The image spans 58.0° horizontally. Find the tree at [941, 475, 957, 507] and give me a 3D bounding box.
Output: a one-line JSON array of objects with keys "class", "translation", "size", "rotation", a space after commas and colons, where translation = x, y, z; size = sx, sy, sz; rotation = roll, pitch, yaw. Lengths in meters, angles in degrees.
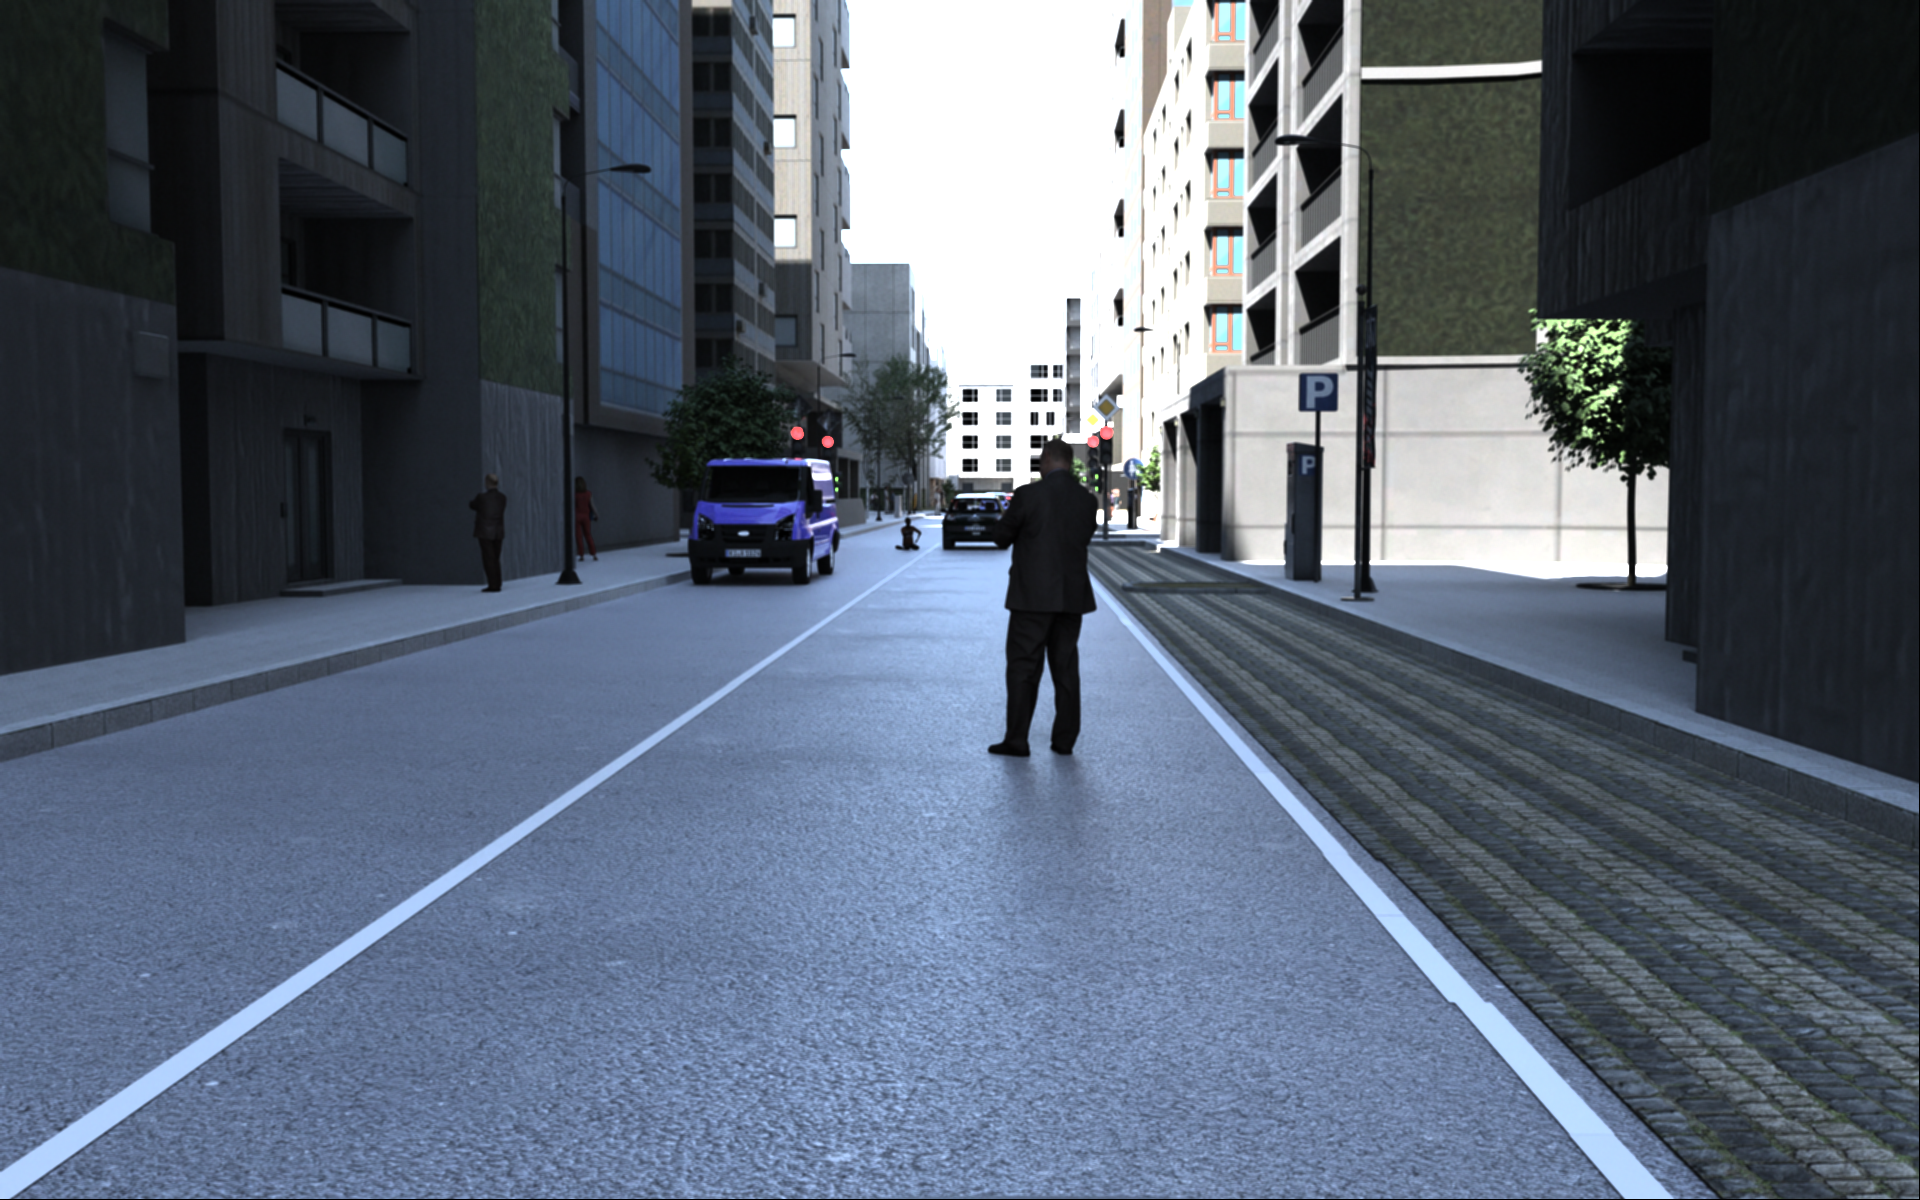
[{"class": "tree", "translation": [-1.099, -10.973, 174.006], "size": [1.663, 3.219, 1.824], "rotation": [0, 3, 0]}]

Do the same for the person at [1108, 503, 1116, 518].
[{"class": "person", "translation": [8.073, -4.795, 92.722], "size": [0.859, 0.850, 0.655], "rotation": [2, 4, 27]}]

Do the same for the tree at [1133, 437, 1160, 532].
[{"class": "tree", "translation": [6.602, -3.928, 58.832], "size": [1.663, 3.219, 1.824], "rotation": [0, 3, 0]}]

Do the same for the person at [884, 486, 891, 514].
[{"class": "person", "translation": [-4.656, -6.423, 111.208], "size": [0.789, 1.805, 0.875], "rotation": [0, 4, 5]}]

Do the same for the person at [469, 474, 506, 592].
[{"class": "person", "translation": [-6.191, -0.881, 22.710], "size": [0.388, 1.546, 0.482], "rotation": [3, 5, 41]}]

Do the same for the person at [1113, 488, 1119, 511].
[{"class": "person", "translation": [12.037, -7.766, 133.817], "size": [0.445, 1.727, 0.742], "rotation": [1, 4, 17]}]

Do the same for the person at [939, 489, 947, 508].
[{"class": "person", "translation": [-1.786, -9.480, 161.861], "size": [1.217, 1.723, 0.721], "rotation": [1, 4, 16]}]

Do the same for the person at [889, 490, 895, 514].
[{"class": "person", "translation": [-4.407, -6.356, 112.177], "size": [0.429, 1.552, 0.499], "rotation": [2, 4, 28]}]

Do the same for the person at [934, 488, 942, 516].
[{"class": "person", "translation": [-1.397, -6.266, 111.092], "size": [0.789, 1.805, 0.875], "rotation": [3, 4, 38]}]

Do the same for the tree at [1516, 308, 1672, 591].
[{"class": "tree", "translation": [9.272, -2.441, 23.621], "size": [4.285, 4.588, 4.351], "rotation": [0, 3, 0]}]

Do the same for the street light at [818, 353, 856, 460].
[{"class": "street light", "translation": [-4.121, -5.182, 57.271], "size": [1.470, 5.913, 1.316], "rotation": [0, 4, 2]}]

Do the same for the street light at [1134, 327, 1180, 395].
[{"class": "street light", "translation": [5.545, -4.638, 48.371], "size": [1.470, 5.913, 1.316], "rotation": [0, 4, 2]}]

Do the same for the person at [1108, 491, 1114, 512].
[{"class": "person", "translation": [8.158, -5.185, 94.043], "size": [0.421, 1.427, 0.697], "rotation": [2, 4, 24]}]

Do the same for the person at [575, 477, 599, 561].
[{"class": "person", "translation": [-7.258, -1.561, 33.277], "size": [0.593, 1.614, 0.444], "rotation": [0, 4, -6]}]

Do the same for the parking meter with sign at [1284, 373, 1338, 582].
[{"class": "parking meter with sign", "translation": [5.176, -1.813, 25.900], "size": [0.543, 3.016, 1.738], "rotation": [0, 4, 0]}]

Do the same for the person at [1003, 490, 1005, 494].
[{"class": "person", "translation": [4.764, -11.062, 189.341], "size": [1.348, 1.826, 0.705], "rotation": [-1, 4, -11]}]

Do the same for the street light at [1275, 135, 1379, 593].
[{"class": "street light", "translation": [4.771, -3.058, 22.547], "size": [1.470, 5.913, 1.316], "rotation": [0, 4, 2]}]

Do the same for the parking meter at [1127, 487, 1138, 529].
[{"class": "parking meter", "translation": [6.354, -3.387, 63.790], "size": [0.372, 1.533, 0.369], "rotation": [0, 3, 0]}]

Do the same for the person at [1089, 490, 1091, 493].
[{"class": "person", "translation": [8.648, -6.743, 116.961], "size": [0.621, 1.740, 0.551], "rotation": [-1, 4, -18]}]

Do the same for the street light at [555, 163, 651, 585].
[{"class": "street light", "translation": [-5.038, -3.178, 24.507], "size": [1.470, 5.913, 1.316], "rotation": [0, 4, 2]}]

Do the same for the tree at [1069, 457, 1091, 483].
[{"class": "tree", "translation": [8.597, -9.257, 135.065], "size": [4.285, 4.588, 4.351], "rotation": [0, 3, 0]}]

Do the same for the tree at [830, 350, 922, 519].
[{"class": "tree", "translation": [-4.546, -8.505, 89.416], "size": [4.360, 8.622, 3.978], "rotation": [0, 3, 0]}]

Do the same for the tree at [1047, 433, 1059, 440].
[{"class": "tree", "translation": [12.135, -15.783, 208.408], "size": [4.737, 8.622, 4.395], "rotation": [0, 3, 0]}]

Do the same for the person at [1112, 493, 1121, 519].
[{"class": "person", "translation": [8.065, -4.866, 89.504], "size": [0.435, 1.345, 0.340], "rotation": [-3, 5, -43]}]

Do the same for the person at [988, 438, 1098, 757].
[{"class": "person", "translation": [0.440, -0.026, 9.615], "size": [0.600, 1.739, 0.565], "rotation": [3, 4, 36]}]

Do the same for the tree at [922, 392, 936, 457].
[{"class": "tree", "translation": [-3.695, -10.114, 115.721], "size": [4.360, 8.622, 3.978], "rotation": [0, 3, 0]}]

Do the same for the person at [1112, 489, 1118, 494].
[{"class": "person", "translation": [12.446, -8.072, 138.822], "size": [0.742, 1.727, 0.445], "rotation": [2, 4, 33]}]

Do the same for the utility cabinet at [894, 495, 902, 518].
[{"class": "utility cabinet", "translation": [-3.358, -5.051, 93.744], "size": [0.306, 1.237, 1.020], "rotation": [0, 4, 5]}]

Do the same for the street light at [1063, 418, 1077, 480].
[{"class": "street light", "translation": [7.233, -8.174, 106.194], "size": [1.470, 5.913, 1.316], "rotation": [0, 4, 2]}]

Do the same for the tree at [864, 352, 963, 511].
[{"class": "tree", "translation": [-3.493, -12.367, 127.954], "size": [9.928, 11.665, 9.643], "rotation": [0, 3, 0]}]

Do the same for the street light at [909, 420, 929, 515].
[{"class": "street light", "translation": [-2.625, -8.314, 108.477], "size": [1.470, 5.913, 1.316], "rotation": [0, 4, 2]}]

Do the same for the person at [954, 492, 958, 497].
[{"class": "person", "translation": [-0.189, -7.039, 125.298], "size": [0.444, 1.614, 0.593], "rotation": [-1, 4, -19]}]

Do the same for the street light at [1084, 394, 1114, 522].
[{"class": "street light", "translation": [6.423, -6.596, 80.381], "size": [1.470, 5.913, 1.316], "rotation": [0, 4, 2]}]

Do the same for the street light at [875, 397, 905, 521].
[{"class": "street light", "translation": [-3.338, -6.732, 82.613], "size": [1.470, 5.913, 1.316], "rotation": [0, 4, 2]}]

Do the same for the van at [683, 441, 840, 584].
[{"class": "van", "translation": [-3.258, -1.523, 29.291], "size": [2.240, 2.365, 5.245], "rotation": [0, 4, 2]}]

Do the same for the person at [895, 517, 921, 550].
[{"class": "person", "translation": [-1.260, -1.697, 44.539], "size": [0.859, 0.850, 0.655], "rotation": [-1, 4, -20]}]
